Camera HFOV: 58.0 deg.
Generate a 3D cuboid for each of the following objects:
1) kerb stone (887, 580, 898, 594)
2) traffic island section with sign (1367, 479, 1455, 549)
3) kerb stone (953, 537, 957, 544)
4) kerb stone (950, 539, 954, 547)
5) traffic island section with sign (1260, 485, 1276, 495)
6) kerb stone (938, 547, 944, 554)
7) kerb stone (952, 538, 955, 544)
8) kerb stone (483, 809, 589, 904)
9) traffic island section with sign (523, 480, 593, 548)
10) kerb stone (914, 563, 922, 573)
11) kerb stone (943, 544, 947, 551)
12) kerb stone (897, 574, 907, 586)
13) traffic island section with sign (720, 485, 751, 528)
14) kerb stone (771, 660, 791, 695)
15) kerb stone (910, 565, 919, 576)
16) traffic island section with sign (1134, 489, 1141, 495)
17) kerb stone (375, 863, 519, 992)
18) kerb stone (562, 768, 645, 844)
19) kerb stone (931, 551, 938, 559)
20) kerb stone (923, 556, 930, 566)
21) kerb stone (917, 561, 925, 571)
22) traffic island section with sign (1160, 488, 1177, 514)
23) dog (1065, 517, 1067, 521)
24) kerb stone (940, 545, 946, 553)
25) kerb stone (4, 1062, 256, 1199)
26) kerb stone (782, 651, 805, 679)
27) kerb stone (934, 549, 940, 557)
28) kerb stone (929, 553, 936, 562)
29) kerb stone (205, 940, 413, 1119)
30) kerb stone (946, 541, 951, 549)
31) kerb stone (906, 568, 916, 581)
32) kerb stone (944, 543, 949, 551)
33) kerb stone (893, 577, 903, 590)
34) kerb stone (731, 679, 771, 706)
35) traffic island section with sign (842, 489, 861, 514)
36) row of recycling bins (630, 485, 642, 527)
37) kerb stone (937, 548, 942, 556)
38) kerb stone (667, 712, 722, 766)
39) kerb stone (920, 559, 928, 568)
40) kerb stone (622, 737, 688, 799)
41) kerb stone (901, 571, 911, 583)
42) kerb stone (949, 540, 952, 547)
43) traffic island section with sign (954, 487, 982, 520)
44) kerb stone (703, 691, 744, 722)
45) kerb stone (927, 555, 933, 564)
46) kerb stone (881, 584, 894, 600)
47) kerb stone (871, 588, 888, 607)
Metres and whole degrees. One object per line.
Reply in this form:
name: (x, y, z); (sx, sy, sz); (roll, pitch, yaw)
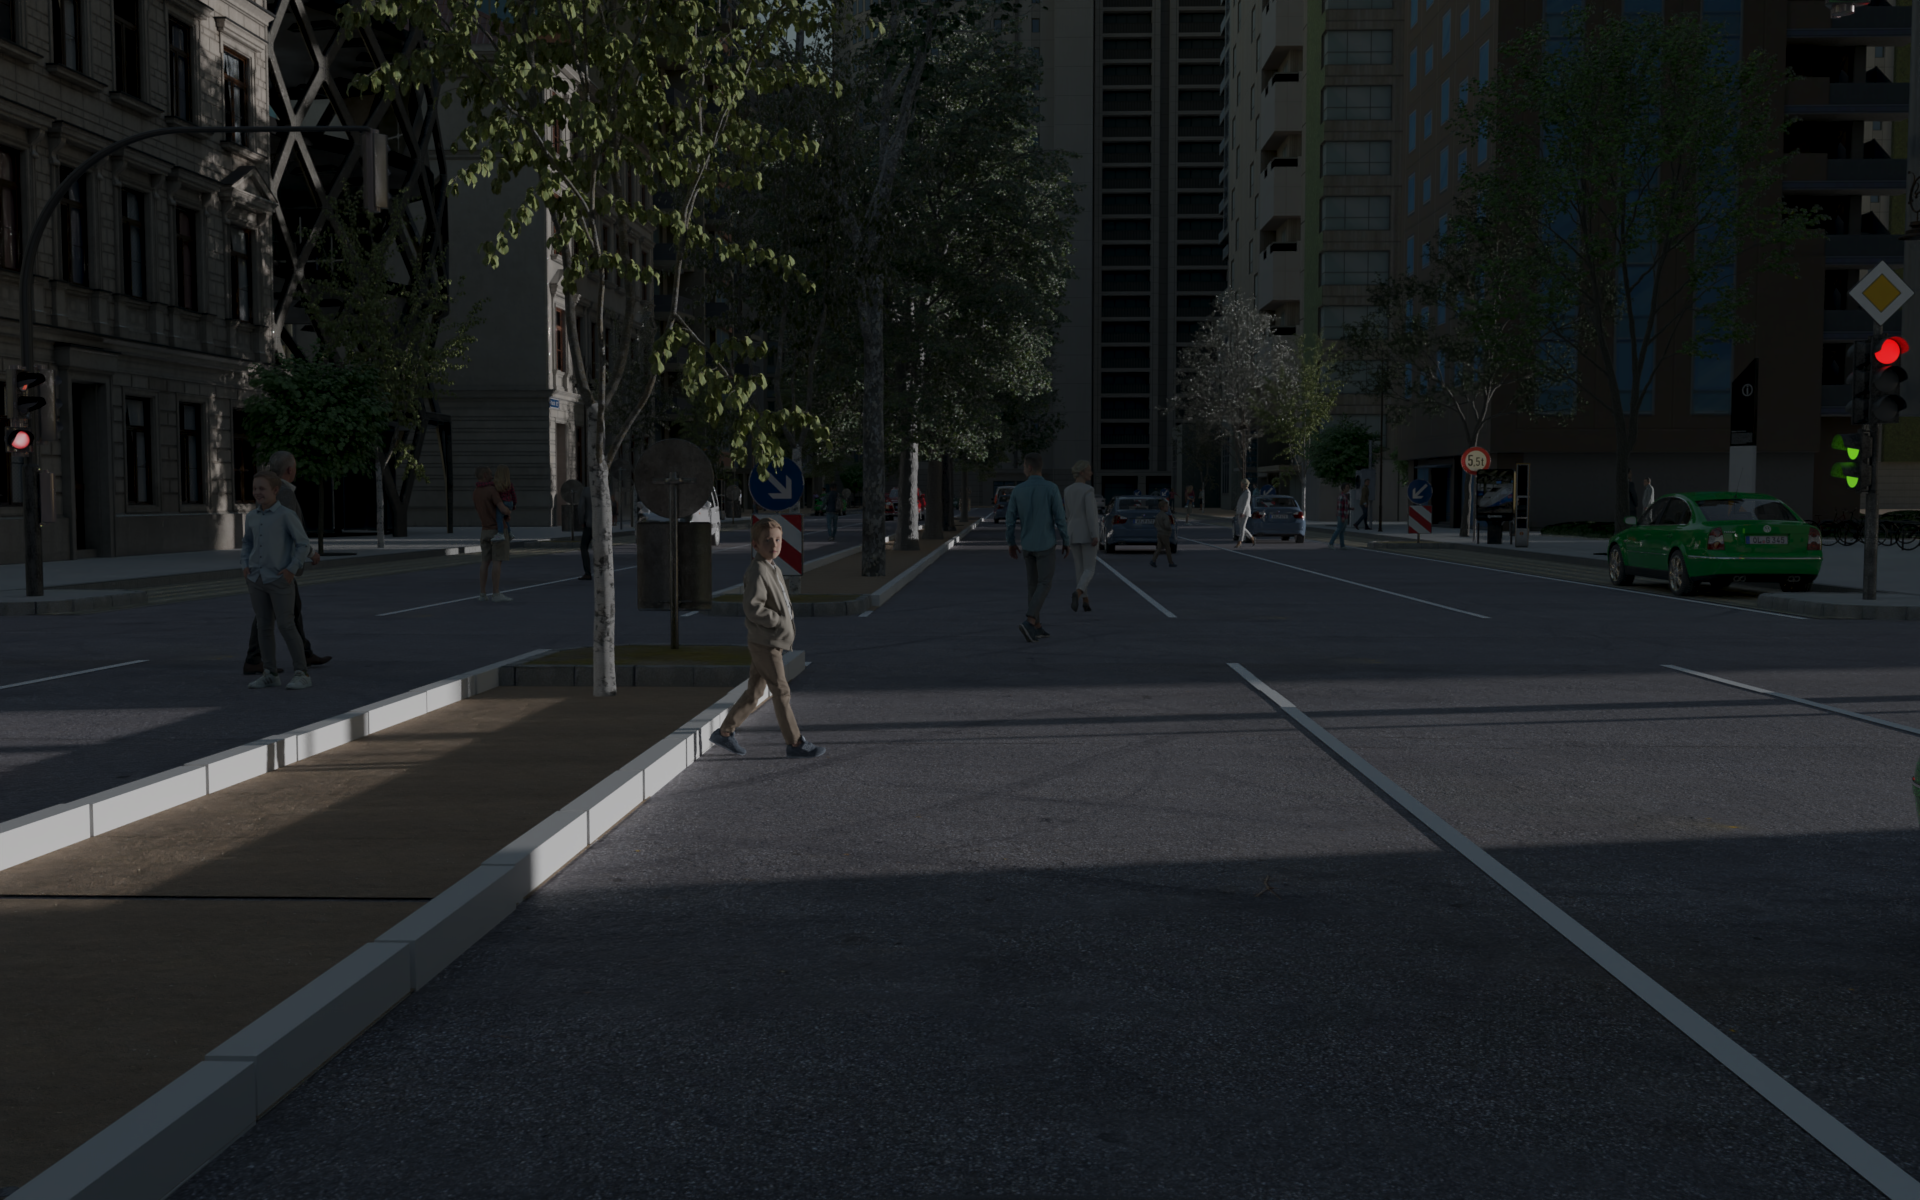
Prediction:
kerb stone: (-1.003, -0.140, 24.538); (0.120, 0.150, 1.000); (0, 4, 2)
traffic island section with sign: (11.881, -2.277, 45.852); (1.989, 1.847, 2.006); (0, 4, 2)
kerb stone: (-0.244, -1.584, 48.094); (0.120, 0.150, 1.000); (0, 4, 2)
kerb stone: (-0.312, -1.459, 46.049); (0.120, 0.150, 1.000); (0, 4, 2)
traffic island section with sign: (12.745, -3.932, 72.915); (1.989, 1.847, 2.006); (0, 4, 2)
kerb stone: (-0.516, -1.080, 39.909); (0.120, 0.150, 1.000); (0, 4, 2)
kerb stone: (-0.270, -1.522, 47.072); (0.120, 0.150, 1.000); (0, 4, 2)
kerb stone: (-1.586, 0.959, 6.510); (0.120, 0.150, 1.000); (0, 4, 2)
traffic island section with sign: (-10.532, -2.328, 46.699); (1.989, 1.847, 2.006); (0, 4, 2)
kerb stone: (-0.804, -0.513, 30.677); (0.120, 0.150, 1.000); (0, 4, 2)
kerb stone: (-0.444, -1.208, 41.952); (0.120, 0.150, 1.000); (0, 4, 2)
kerb stone: (-0.936, -0.268, 26.583); (0.120, 0.150, 1.000); (0, 4, 2)
traffic island section with sign: (-9.663, -3.976, 73.640); (1.989, 1.847, 2.006); (0, 4, 2)
kerb stone: (-1.379, 0.582, 12.675); (0.120, 0.150, 1.000); (0, 4, 2)
kerb stone: (-0.831, -0.456, 29.652); (0.120, 0.150, 1.000); (0, 4, 2)
traffic island section with sign: (15.222, -8.647, 150.002); (1.989, 1.847, 2.006); (0, 4, 2)
kerb stone: (-1.609, 1.022, 5.481); (0.120, 0.150, 1.000); (0, 4, 2)
kerb stone: (-1.548, 0.897, 7.537); (0.120, 0.150, 1.000); (0, 4, 2)
kerb stone: (-0.604, -0.895, 36.829); (0.120, 0.150, 1.000); (0, 4, 2)
kerb stone: (-0.710, -0.708, 33.764); (0.120, 0.150, 1.000); (0, 4, 2)
kerb stone: (-0.767, -0.582, 31.712); (0.120, 0.150, 1.000); (0, 4, 2)
traffic island section with sign: (14.366, -6.999, 123.061); (1.989, 1.847, 2.006); (0, 4, 2)
dog: (5.066, -3.878, 82.693); (0.540, 0.507, 0.406); (-2, 4, -29)
kerb stone: (-0.470, -1.146, 40.930); (0.120, 0.150, 1.000); (0, 4, 2)
kerb stone: (-1.677, 1.152, 3.437); (0.120, 0.150, 1.000); (0, 4, 2)
kerb stone: (-1.347, 0.520, 13.699); (0.120, 0.150, 1.000); (0, 4, 2)
kerb stone: (-0.573, -0.958, 37.857); (0.120, 0.150, 1.000); (0, 4, 2)
kerb stone: (-0.630, -0.833, 35.807); (0.120, 0.150, 1.000); (0, 4, 2)
kerb stone: (-1.650, 1.086, 4.459); (0.120, 0.150, 1.000); (0, 4, 2)
kerb stone: (-0.374, -1.333, 43.995); (0.120, 0.150, 1.000); (0, 4, 2)
kerb stone: (-0.866, -0.393, 28.627); (0.120, 0.150, 1.000); (0, 4, 2)
kerb stone: (-0.410, -1.271, 42.974); (0.120, 0.150, 1.000); (0, 4, 2)
kerb stone: (-0.967, -0.205, 25.560); (0.120, 0.150, 1.000); (0, 4, 2)
kerb stone: (-1.422, 0.645, 11.651); (0.120, 0.150, 1.000); (0, 4, 2)
traffic island section with sign: (-8.062, -7.026, 123.495); (1.989, 1.847, 2.006); (0, 4, 2)
row of recycling bins: (-12.265, -3.762, 68.613); (1.069, 1.692, 3.534); (0, 4, 3)
kerb stone: (-0.542, -1.021, 38.883); (0.120, 0.150, 1.000); (0, 4, 2)
kerb stone: (-1.476, 0.771, 9.594); (0.120, 0.150, 1.000); (0, 4, 2)
kerb stone: (-0.740, -0.638, 32.743); (0.120, 0.150, 1.000); (0, 4, 2)
kerb stone: (-1.511, 0.833, 8.568); (0.120, 0.150, 1.000); (0, 4, 2)
kerb stone: (-0.904, -0.330, 27.605); (0.120, 0.150, 1.000); (0, 4, 2)
kerb stone: (-0.340, -1.396, 45.027); (0.120, 0.150, 1.000); (0, 4, 2)
traffic island section with sign: (0.258, -5.388, 96.236); (2.006, 1.907, 1.989); (0, 4, 2)
kerb stone: (-1.445, 0.709, 10.621); (0.120, 0.150, 1.000); (0, 4, 2)
kerb stone: (-0.675, -0.770, 34.786); (0.120, 0.150, 1.000); (0, 4, 2)
kerb stone: (-1.032, -0.078, 23.511); (0.120, 0.150, 1.000); (0, 4, 2)
kerb stone: (-1.065, -0.018, 22.489); (0.120, 0.150, 1.000); (0, 4, 2)
